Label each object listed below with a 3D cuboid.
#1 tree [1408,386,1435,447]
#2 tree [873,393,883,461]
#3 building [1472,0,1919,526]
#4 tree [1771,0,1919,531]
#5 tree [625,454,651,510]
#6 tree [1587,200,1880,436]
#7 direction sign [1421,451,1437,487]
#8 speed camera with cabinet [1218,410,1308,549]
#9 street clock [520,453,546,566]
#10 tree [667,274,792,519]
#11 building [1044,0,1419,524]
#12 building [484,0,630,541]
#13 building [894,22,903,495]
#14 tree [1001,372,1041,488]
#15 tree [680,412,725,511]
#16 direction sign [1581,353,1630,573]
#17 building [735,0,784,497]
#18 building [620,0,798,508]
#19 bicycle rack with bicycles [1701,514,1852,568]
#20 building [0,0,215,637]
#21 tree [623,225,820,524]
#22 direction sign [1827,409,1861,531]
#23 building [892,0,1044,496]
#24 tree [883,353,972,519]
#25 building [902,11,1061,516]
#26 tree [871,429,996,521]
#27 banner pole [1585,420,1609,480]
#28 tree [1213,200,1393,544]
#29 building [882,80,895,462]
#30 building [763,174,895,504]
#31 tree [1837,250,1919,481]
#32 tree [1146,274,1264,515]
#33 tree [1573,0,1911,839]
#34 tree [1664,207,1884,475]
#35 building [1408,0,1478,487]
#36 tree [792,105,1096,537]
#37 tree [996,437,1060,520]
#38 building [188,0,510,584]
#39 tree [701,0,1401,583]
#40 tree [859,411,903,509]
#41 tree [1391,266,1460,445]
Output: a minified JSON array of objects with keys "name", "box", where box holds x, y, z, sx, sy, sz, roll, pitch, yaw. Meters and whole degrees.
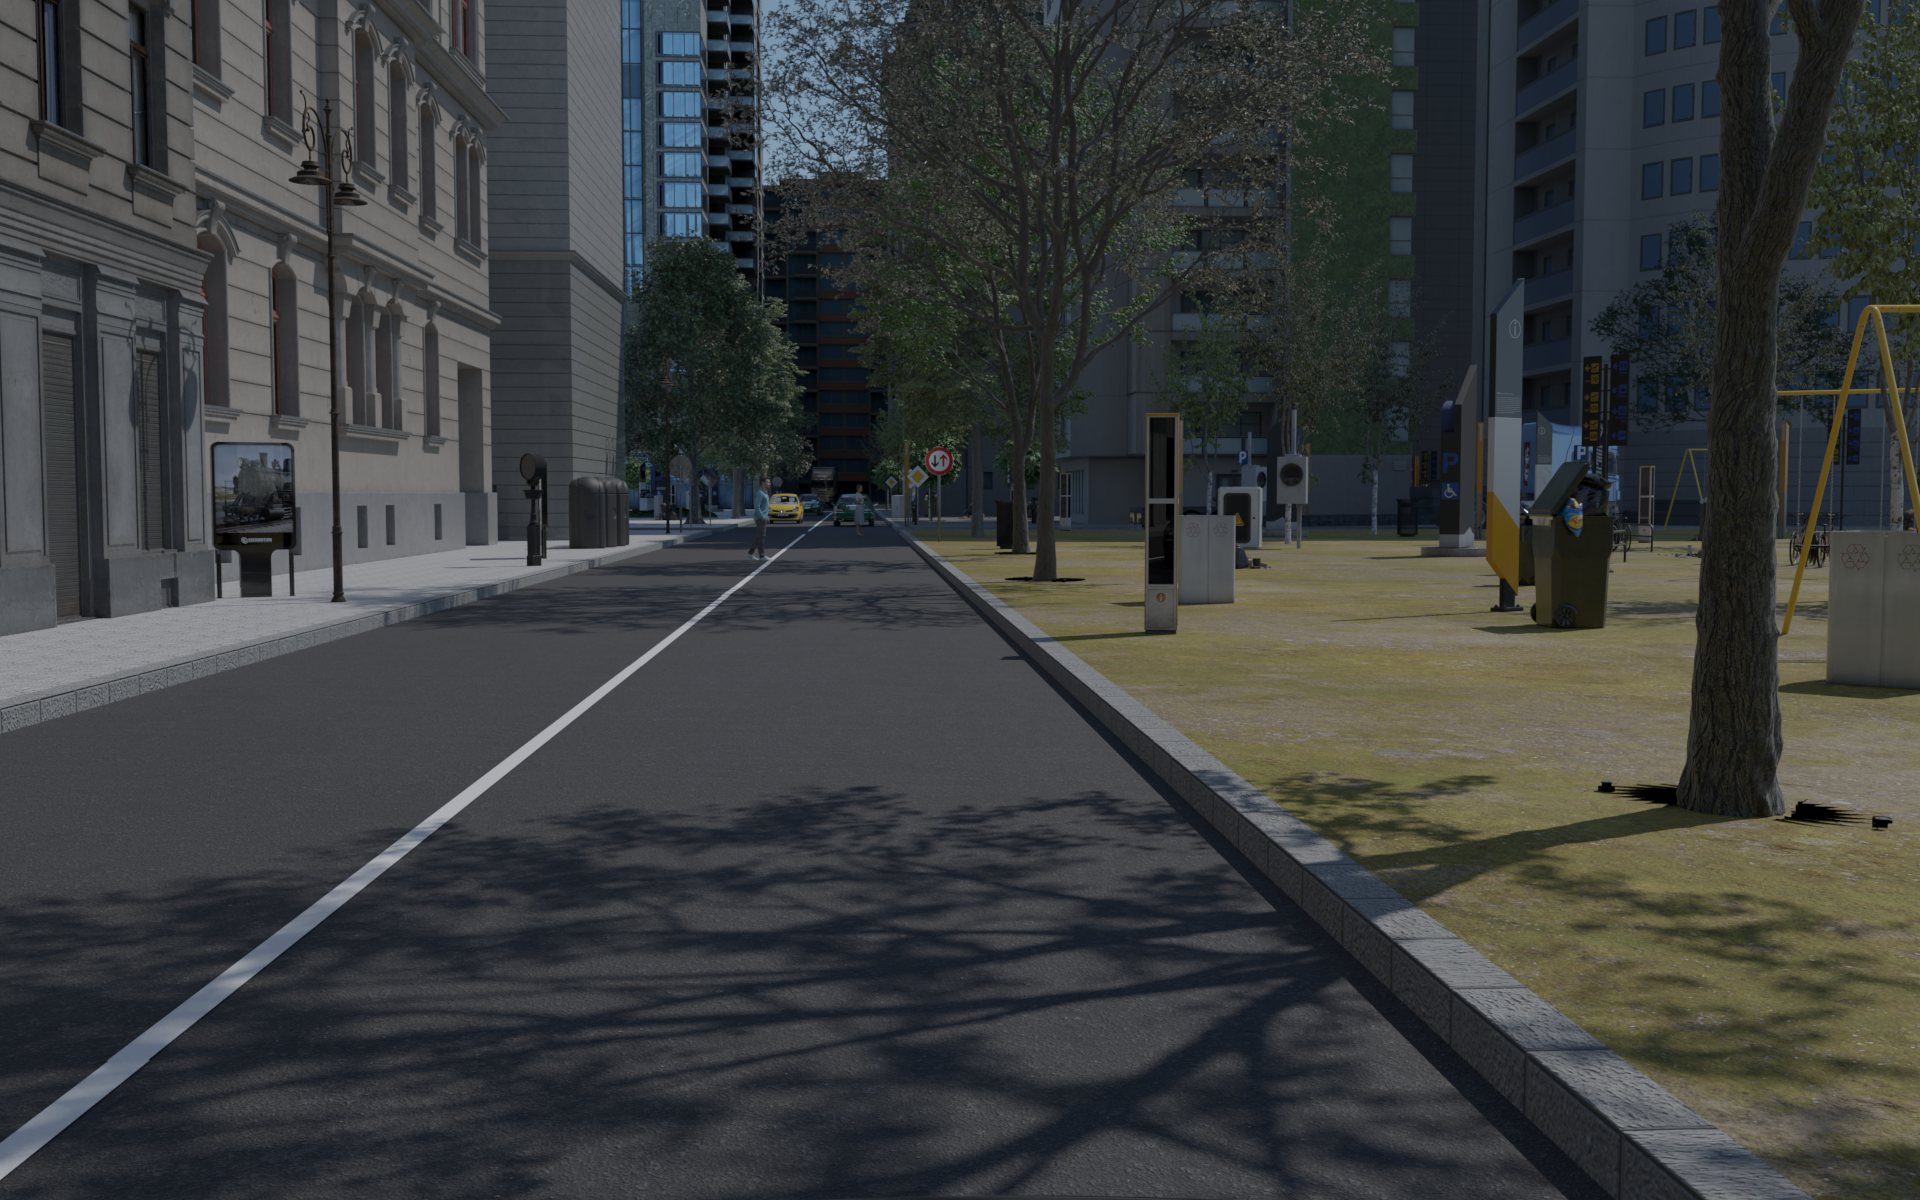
[{"name":"tree","box":[20.764,-8.238,85.049,4.737,8.622,4.395,0,3,0]},{"name":"tree","box":[-2.504,-8.928,96.341,4.737,8.622,4.395,0,3,0]},{"name":"building","box":[40.343,-32.799,78.259,28.212,58.520,21.231,0,4,-3]},{"name":"tree","box":[11.591,-4.320,20.997,4.737,8.622,4.395,0,3,0]},{"name":"tree","box":[-26.313,-9.570,140.181,4.285,4.588,4.351,0,3,0]},{"name":"tree","box":[24.428,-7.333,54.308,8.767,10.594,7.601,0,3,0]},{"name":"direction sign","box":[24.572,-6.041,90.763,0.876,3.537,0.379,-1,4,-11]},{"name":"speed camera with cabinet","box":[7.127,-2.838,40.744,2.038,3.252,0.660,1,4,16]},{"name":"street clock","box":[-7.602,-1.608,30.856,0.471,2.002,0.358,3,5,40]},{"name":"tree","box":[-11.697,-10.490,89.633,7.486,12.596,7.792,0,3,0]},{"name":"building","box":[11.278,-24.031,76.509,14.086,41.232,14.154,0,4,-3]},{"name":"building","box":[-25.700,-16.766,51.624,29.804,29.767,11.434,0,4,-3]},{"name":"building","box":[0.890,-31.378,163.145,14.600,45.320,14.200,0,4,-3]},{"name":"tree","box":[4.640,-9.003,97.559,4.360,8.622,3.978,0,3,0]},{"name":"tree","box":[-17.131,-10.190,116.973,4.737,8.622,4.395,0,3,0]},{"name":"direction sign","box":[10.530,-2.221,28.314,0.379,3.537,0.876,-2,4,-32]},{"name":"building","box":[-29.241,-45.514,182.410,20.563,71.187,20.611,0,4,-3]},{"name":"building","box":[-35.214,-54.517,204.031,31.000,86.520,22.319,0,4,-3]},{"name":"bicycle rack with bicycles","box":[14.955,-1.112,31.559,2.852,0.926,2.925,3,5,44]},{"name":"building","box":[-13.075,-9.897,10.967,9.793,20.994,18.267,0,4,-3]},{"name":"tree","box":[-11.506,-9.602,74.005,9.611,12.733,9.660,0,3,0]},{"name":"direction sign","box":[23.577,-3.319,46.265,0.379,3.537,0.876,-3,4,-36]},{"name":"building","box":[3.228,-45.362,179.921,20.563,71.187,20.611,0,4,-3]},{"name":"tree","box":[-1.280,-8.423,88.080,4.737,8.622,4.395,0,3,0]},{"name":"building","box":[3.368,-20.570,108.014,14.160,30.474,14.107,0,4,-3]},{"name":"tree","box":[-1.328,-6.029,82.293,4.285,4.588,4.351,0,3,0]},{"name":"banner pole","box":[18.884,-3.764,51.563,0.863,3.779,0.401,2,4,32]},{"name":"tree","box":[8.678,-5.744,44.271,4.360,8.622,3.978,0,3,0]},{"name":"building","box":[5.094,-37.640,204.645,28.713,52.752,27.495,0,4,-3]},{"name":"building","box":[-16.731,-35.677,237.947,28.867,44.769,22.147,0,4,-3]},{"name":"tree","box":[24.452,-5.596,41.860,4.360,8.622,3.978,0,3,0]},{"name":"tree","box":[8.376,-6.607,58.389,4.737,8.622,4.395,0,3,0]},{"name":"tree","box":[3.319,-4.950,6.684,9.928,11.665,9.643,0,3,0]},{"name":"tree","box":[18.868,-5.595,41.841,4.360,8.622,3.978,0,3,0]},{"name":"building","box":[55.256,-47.232,210.491,20.611,71.187,20.563,0,4,-3]},{"name":"tree","box":[0.103,-8.149,51.358,7.486,12.596,7.792,0,3,0]},{"name":"tree","box":[3.206,-6.279,86.367,4.285,4.588,4.351,0,3,0]},{"name":"building","box":[-17.322,-14.950,31.826,14.401,28.519,23.554,0,4,-3]},{"name":"tree","box":[1.376,-7.027,25.257,12.009,13.543,11.850,0,3,0]},{"name":"tree","box":[-6.569,-12.333,152.008,4.360,8.622,3.978,0,3,0]},{"name":"tree","box":[13.406,-6.398,54.963,4.360,8.622,3.978,0,3,0]}]
